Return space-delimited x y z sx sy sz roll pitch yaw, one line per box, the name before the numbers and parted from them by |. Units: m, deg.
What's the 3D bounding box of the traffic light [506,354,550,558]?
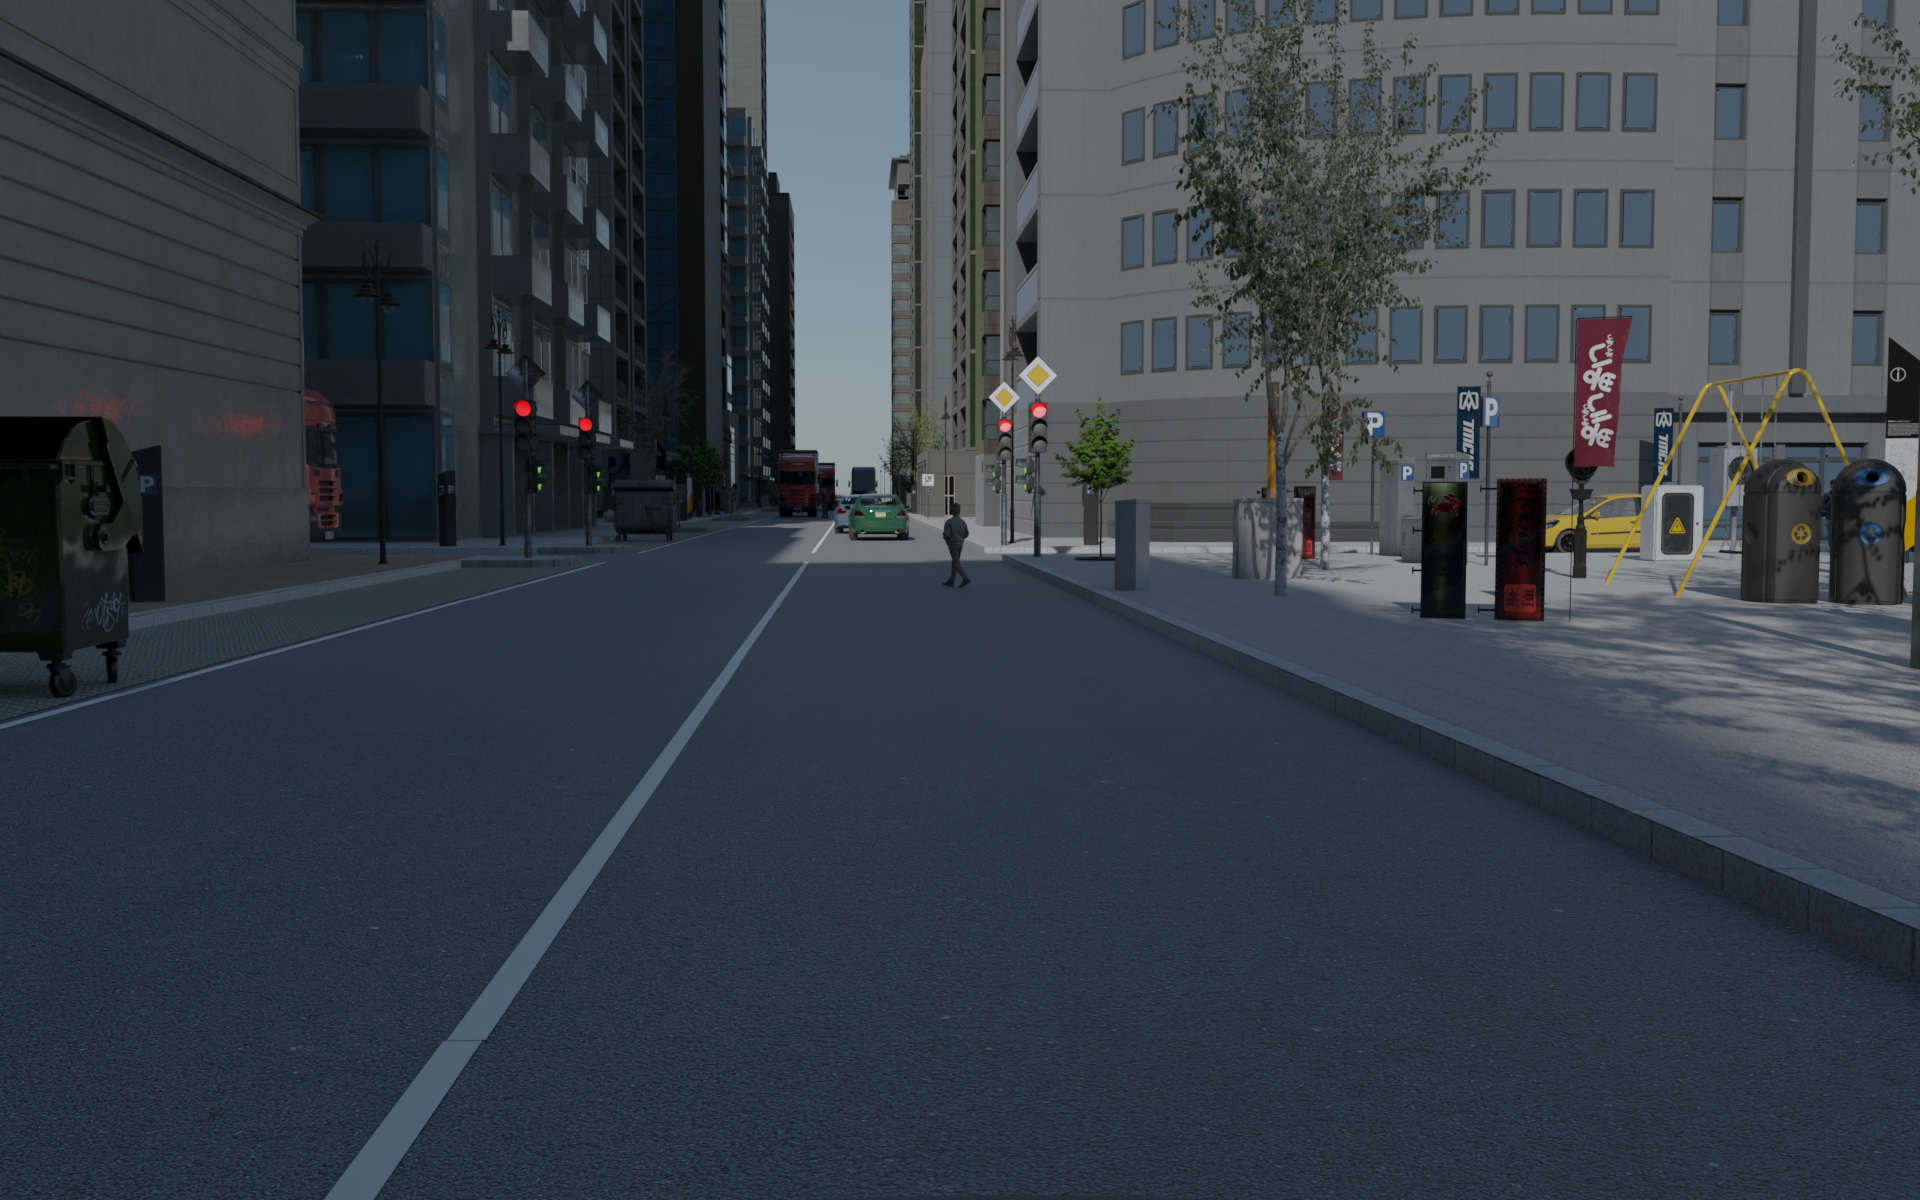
traffic light | -8.675 -2.802 34.741 0.839 4.253 0.868 0 4 -3

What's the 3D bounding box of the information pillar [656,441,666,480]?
information pillar | -13.292 -5.230 76.863 0.183 3.616 0.504 3 5 42

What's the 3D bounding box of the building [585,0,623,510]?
building | -27.341 -40.592 101.932 20.563 71.187 20.611 0 4 -3

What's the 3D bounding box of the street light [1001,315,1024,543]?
street light | 1.362 -4.417 45.002 0.468 5.910 1.993 0 4 -3

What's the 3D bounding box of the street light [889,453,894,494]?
street light | -8.239 -14.223 205.327 0.468 5.910 1.993 0 4 -3

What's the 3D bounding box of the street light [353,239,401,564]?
street light | -10.605 -3.601 31.667 0.468 5.910 1.993 0 4 -3

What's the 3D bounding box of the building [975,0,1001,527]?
building | 7.530 -18.538 74.799 14.160 30.474 14.107 0 4 -3

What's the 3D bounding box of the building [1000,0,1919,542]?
building | 16.062 -31.345 54.487 28.212 58.520 21.231 0 4 -3

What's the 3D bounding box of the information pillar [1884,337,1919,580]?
information pillar | 14.036 -2.108 25.823 0.504 3.616 0.183 1 4 22

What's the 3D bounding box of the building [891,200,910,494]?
building | -2.653 -34.225 243.168 14.154 41.232 14.086 0 4 -3

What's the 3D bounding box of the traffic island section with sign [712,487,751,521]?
traffic island section with sign | -12.227 -5.137 92.612 1.989 1.847 2.006 0 4 -3

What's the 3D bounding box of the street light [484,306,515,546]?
street light | -11.355 -4.284 42.823 0.468 5.910 1.993 0 4 -3

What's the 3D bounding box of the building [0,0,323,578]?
building | -26.395 -11.718 24.878 30.059 22.955 16.112 0 4 -3

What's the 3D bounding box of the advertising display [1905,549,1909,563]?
advertising display | 17.876 -1.624 31.773 0.974 1.923 0.123 3 4 38

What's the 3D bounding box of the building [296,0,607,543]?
building | -23.957 -26.714 56.377 23.786 49.044 30.456 0 4 -3

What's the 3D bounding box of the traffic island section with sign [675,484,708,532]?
traffic island section with sign | -10.575 -3.473 65.418 1.989 1.847 2.006 0 4 -3

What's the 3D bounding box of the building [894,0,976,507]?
building | 1.761 -48.130 225.173 20.563 71.187 20.611 0 4 -3

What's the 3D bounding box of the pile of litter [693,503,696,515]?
pile of litter | -16.098 -5.515 104.136 1.719 0.858 1.176 -1 4 -12

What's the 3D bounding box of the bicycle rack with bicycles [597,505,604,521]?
bicycle rack with bicycles | -18.038 -4.300 83.685 2.925 0.926 2.852 3 5 45

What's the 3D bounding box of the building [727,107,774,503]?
building | -35.365 -36.478 216.025 23.786 49.044 30.456 0 4 -3

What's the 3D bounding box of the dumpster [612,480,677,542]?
dumpster | -9.458 -2.683 52.084 1.865 1.857 1.264 0 4 -3

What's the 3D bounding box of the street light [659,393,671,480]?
street light | -13.402 -6.491 78.917 0.468 5.910 1.993 0 4 -3

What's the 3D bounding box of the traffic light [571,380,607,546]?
traffic light | -9.158 -3.290 42.711 0.839 4.253 0.868 0 4 -3

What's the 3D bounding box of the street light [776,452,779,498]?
street light | -20.248 -13.428 192.330 0.468 5.910 1.993 0 4 -3

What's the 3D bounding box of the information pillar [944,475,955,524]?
information pillar | -0.408 -3.875 67.854 0.304 2.012 0.304 -2 4 -31

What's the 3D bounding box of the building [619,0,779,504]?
building | -35.003 -49.092 240.903 20.563 71.187 20.611 0 4 -3

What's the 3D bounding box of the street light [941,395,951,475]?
street light | -0.670 -6.614 80.927 0.468 5.910 1.993 0 4 -3

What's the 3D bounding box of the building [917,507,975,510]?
building | 4.616 -45.519 182.487 20.563 71.187 20.611 0 4 -3

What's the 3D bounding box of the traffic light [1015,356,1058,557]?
traffic light | 1.566 -2.841 35.375 0.839 4.253 0.868 0 4 -3

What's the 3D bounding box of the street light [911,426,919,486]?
street light | -3.295 -9.157 122.510 0.468 5.910 1.993 0 4 -3

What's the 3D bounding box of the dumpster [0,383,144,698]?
dumpster | -7.128 -0.458 12.433 1.985 2.255 1.502 0 4 -5

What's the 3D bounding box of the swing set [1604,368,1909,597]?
swing set | 10.491 -1.559 23.111 2.862 2.851 3.119 0 4 3

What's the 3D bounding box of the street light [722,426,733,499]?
street light | -15.503 -8.688 114.838 0.468 5.910 1.993 0 4 -3

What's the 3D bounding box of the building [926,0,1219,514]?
building | 7.706 -36.788 143.490 21.231 58.520 28.212 0 4 -3

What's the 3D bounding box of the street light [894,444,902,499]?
street light | -5.541 -11.354 158.422 0.468 5.910 1.993 0 4 -3

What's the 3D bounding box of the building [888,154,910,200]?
building | 3.744 -41.285 264.251 28.713 52.752 27.495 0 4 -3

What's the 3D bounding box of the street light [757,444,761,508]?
street light | -18.107 -11.231 156.412 0.468 5.910 1.993 0 4 -3

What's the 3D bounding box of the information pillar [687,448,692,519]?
information pillar | -13.731 -5.906 87.923 0.183 3.616 0.504 -2 4 -30

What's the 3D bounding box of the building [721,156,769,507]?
building | -35.796 -29.446 173.325 32.217 40.220 23.993 0 4 -3

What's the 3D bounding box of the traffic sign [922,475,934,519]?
traffic sign | -1.640 -5.305 88.868 0.606 2.300 0.079 0 3 0

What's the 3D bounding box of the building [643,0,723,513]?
building | -24.591 -28.961 123.622 14.600 45.320 14.200 0 4 -3

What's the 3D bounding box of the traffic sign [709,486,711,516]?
traffic sign | -14.287 -6.045 98.941 0.768 2.556 0.104 0 4 4

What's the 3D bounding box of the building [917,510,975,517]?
building | 8.064 -40.409 98.947 20.563 71.187 20.611 0 4 -3

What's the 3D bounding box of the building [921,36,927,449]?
building | 3.460 -31.491 164.988 14.600 45.320 14.200 0 4 -3

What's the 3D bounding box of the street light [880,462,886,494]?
street light | -10.503 -16.419 241.238 0.468 5.910 1.993 0 4 -3

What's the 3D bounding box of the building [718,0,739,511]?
building | -29.683 -50.894 144.785 22.319 86.520 31.000 0 4 -3

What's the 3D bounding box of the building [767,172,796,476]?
building | -36.080 -39.079 262.645 21.300 48.544 21.600 0 4 -3

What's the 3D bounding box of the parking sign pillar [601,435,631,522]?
parking sign pillar | -15.607 -5.523 78.778 1.447 3.967 1.447 2 4 32

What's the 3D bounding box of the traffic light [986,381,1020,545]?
traffic light | 1.084 -3.329 43.345 0.839 4.253 0.868 0 4 -3
